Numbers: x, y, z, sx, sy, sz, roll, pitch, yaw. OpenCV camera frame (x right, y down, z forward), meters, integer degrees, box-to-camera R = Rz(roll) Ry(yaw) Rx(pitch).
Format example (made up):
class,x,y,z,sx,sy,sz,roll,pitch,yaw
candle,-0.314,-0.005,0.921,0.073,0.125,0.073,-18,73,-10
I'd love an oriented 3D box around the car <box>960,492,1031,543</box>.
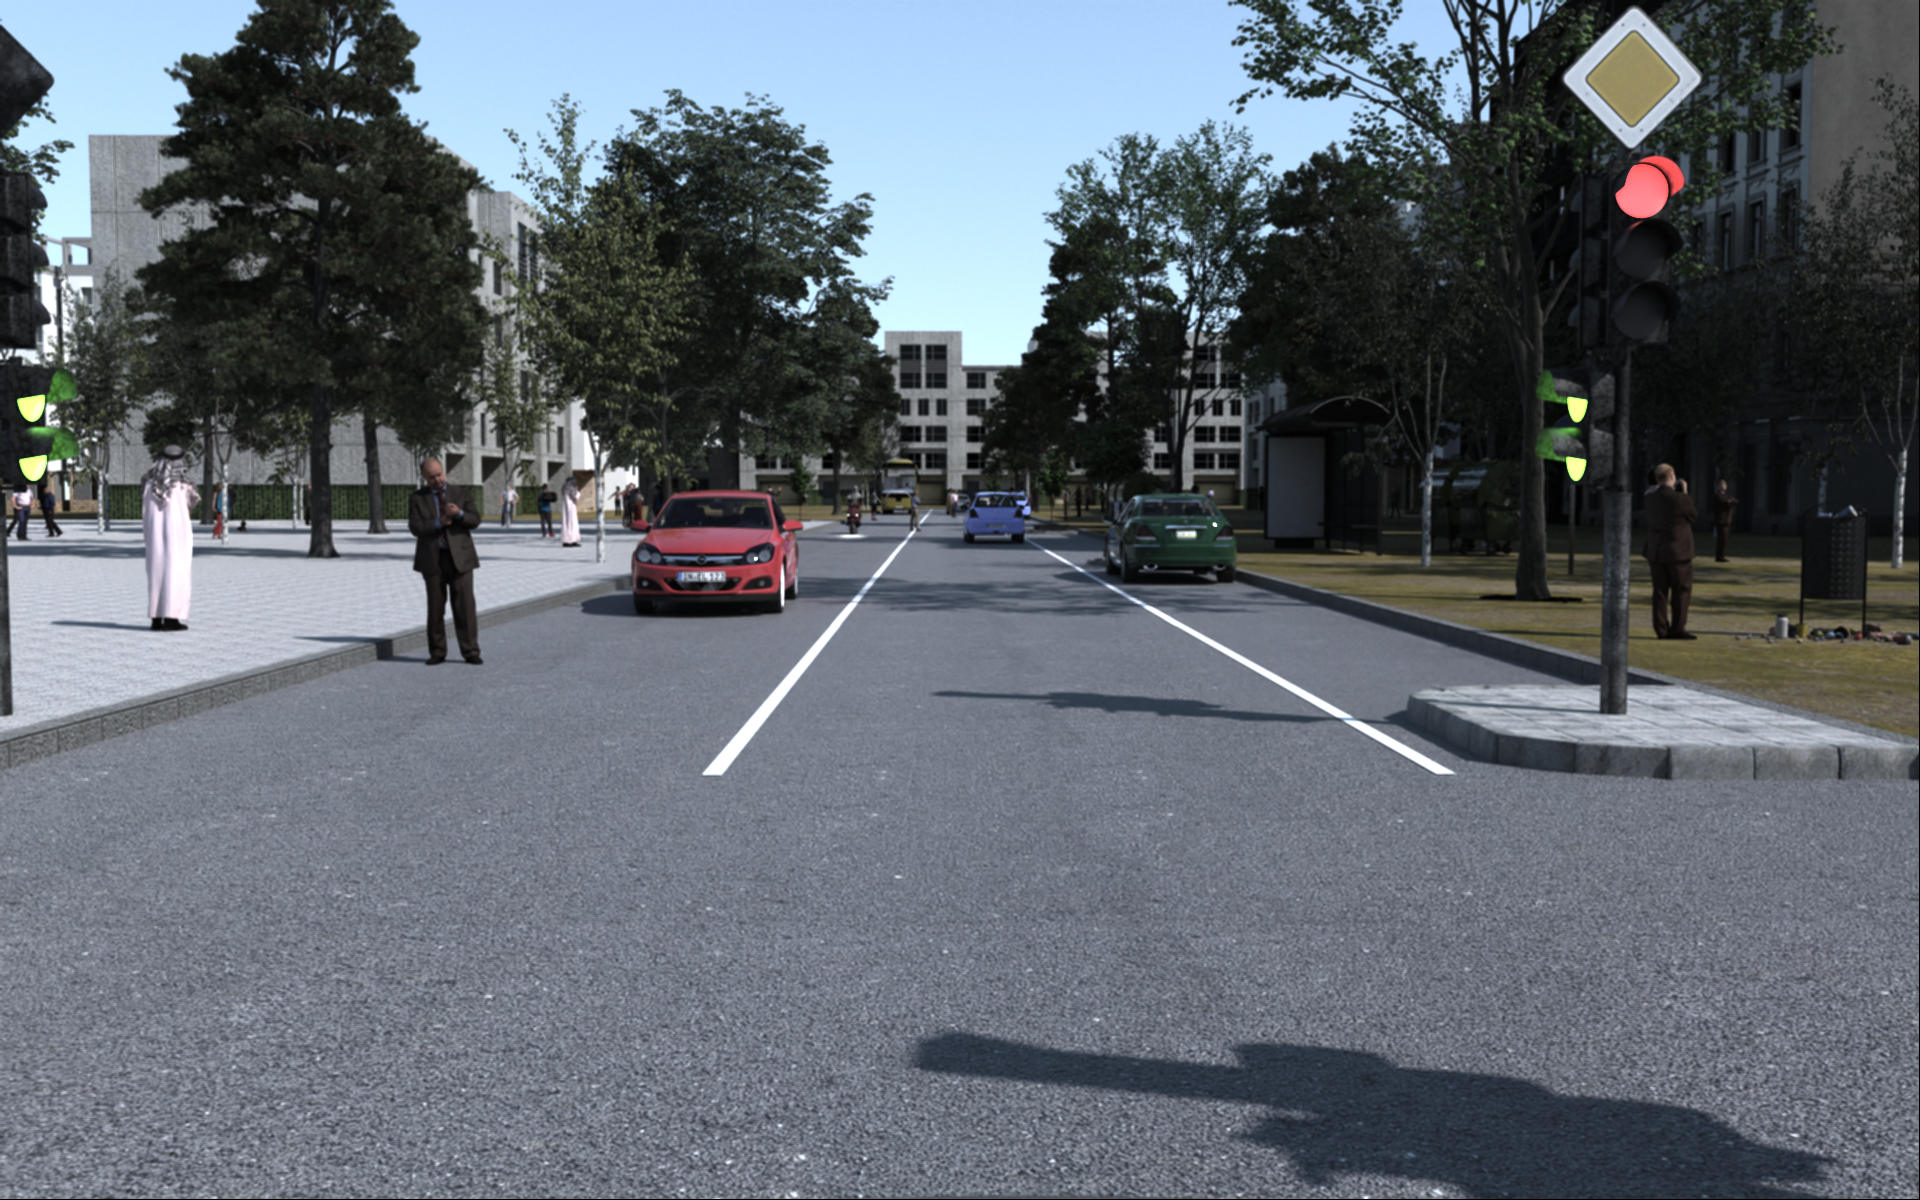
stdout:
class,x,y,z,sx,sy,sz,roll,pitch,yaw
car,0.985,-2.565,51.534,1.945,1.707,3.694,0,4,-2

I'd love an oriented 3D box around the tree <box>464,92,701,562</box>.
class,x,y,z,sx,sy,sz,roll,pitch,yaw
tree,-6.719,-4.997,32.069,4.737,8.622,4.395,0,3,0

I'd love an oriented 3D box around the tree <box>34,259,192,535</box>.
class,x,y,z,sx,sy,sz,roll,pitch,yaw
tree,-27.198,-6.382,54.706,4.360,8.622,3.978,0,3,0

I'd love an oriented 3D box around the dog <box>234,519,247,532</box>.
class,x,y,z,sx,sy,sz,roll,pitch,yaw
dog,-24.725,-2.550,59.435,0.550,0.427,0.748,2,4,34

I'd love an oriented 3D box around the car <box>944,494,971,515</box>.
class,x,y,z,sx,sy,sz,roll,pitch,yaw
car,-0.080,-6.656,120.822,2.014,1.417,4.499,0,4,-1

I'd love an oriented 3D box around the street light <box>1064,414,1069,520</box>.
class,x,y,z,sx,sy,sz,roll,pitch,yaw
street light,5.203,-6.853,84.830,0.468,5.910,1.993,0,4,-1

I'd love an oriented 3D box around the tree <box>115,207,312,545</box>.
class,x,y,z,sx,sy,sz,roll,pitch,yaw
tree,-18.691,-5.706,43.656,4.360,8.622,3.978,0,3,0

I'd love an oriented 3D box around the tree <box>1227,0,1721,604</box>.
class,x,y,z,sx,sy,sz,roll,pitch,yaw
tree,6.738,-5.801,20.594,9.928,11.665,9.643,0,3,0

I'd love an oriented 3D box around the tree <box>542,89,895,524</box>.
class,x,y,z,sx,sy,sz,roll,pitch,yaw
tree,-7.256,-9.092,55.301,9.857,13.997,8.962,0,3,0

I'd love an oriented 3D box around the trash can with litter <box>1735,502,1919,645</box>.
class,x,y,z,sx,sy,sz,roll,pitch,yaw
trash can with litter,8.077,-0.251,15.155,2.233,1.210,1.678,2,4,30

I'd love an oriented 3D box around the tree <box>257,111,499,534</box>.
class,x,y,z,sx,sy,sz,roll,pitch,yaw
tree,-19.074,-9.082,55.912,7.806,13.903,7.818,0,3,0

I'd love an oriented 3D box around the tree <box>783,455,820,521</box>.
class,x,y,z,sx,sy,sz,roll,pitch,yaw
tree,-7.549,-5.341,81.928,1.663,3.219,1.824,0,3,0

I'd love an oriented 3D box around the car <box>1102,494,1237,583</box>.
class,x,y,z,sx,sy,sz,roll,pitch,yaw
car,3.526,-1.078,29.429,2.131,1.459,4.920,0,4,0

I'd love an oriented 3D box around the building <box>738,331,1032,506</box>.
class,x,y,z,sx,sy,sz,roll,pitch,yaw
building,-8.255,-20.157,196.028,31.486,18.905,16.747,0,4,-1

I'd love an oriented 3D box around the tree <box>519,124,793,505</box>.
class,x,y,z,sx,sy,sz,roll,pitch,yaw
tree,-7.805,-6.729,44.439,7.601,10.594,8.767,0,4,-5

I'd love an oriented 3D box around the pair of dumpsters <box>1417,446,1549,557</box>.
class,x,y,z,sx,sy,sz,roll,pitch,yaw
pair of dumpsters,11.201,-2.123,37.202,1.574,2.255,4.436,0,4,-1

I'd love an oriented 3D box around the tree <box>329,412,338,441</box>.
class,x,y,z,sx,sy,sz,roll,pitch,yaw
tree,-31.103,-8.025,81.575,4.360,8.622,3.978,0,3,0

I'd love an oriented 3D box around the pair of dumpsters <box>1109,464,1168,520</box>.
class,x,y,z,sx,sy,sz,roll,pitch,yaw
pair of dumpsters,5.954,-3.390,57.918,1.574,2.255,4.436,0,4,0

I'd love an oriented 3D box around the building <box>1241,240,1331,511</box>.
class,x,y,z,sx,sy,sz,roll,pitch,yaw
building,31.987,-15.944,127.146,16.747,18.905,31.486,0,4,-1

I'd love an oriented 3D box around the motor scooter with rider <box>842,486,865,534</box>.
class,x,y,z,sx,sy,sz,roll,pitch,yaw
motor scooter with rider,-3.867,-3.281,62.607,0.876,1.779,1.986,0,4,0

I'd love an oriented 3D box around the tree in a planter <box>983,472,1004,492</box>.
class,x,y,z,sx,sy,sz,roll,pitch,yaw
tree in a planter,2.692,-8.692,139.344,1.991,3.239,1.994,0,4,-1

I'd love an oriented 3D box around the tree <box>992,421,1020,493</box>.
class,x,y,z,sx,sy,sz,roll,pitch,yaw
tree,4.926,-12.946,162.032,4.737,8.622,4.395,0,3,0

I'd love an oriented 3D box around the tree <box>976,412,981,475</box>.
class,x,y,z,sx,sy,sz,roll,pitch,yaw
tree,4.738,-13.582,144.128,6.751,12.117,7.091,0,3,0

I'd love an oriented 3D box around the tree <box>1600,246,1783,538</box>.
class,x,y,z,sx,sy,sz,roll,pitch,yaw
tree,22.036,-6.133,50.641,4.737,8.622,4.395,0,3,0

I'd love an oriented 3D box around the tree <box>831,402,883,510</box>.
class,x,y,z,sx,sy,sz,roll,pitch,yaw
tree,-7.873,-11.392,136.620,4.737,8.622,4.395,0,3,0

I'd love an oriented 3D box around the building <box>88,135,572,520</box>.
class,x,y,z,sx,sy,sz,roll,pitch,yaw
building,-34.550,-14.366,101.349,16.747,18.905,31.486,0,4,-1

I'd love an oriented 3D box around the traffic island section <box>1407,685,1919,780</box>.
class,x,y,z,sx,sy,sz,roll,pitch,yaw
traffic island section,3.843,0.743,10.133,2.009,0.180,2.903,0,4,-1

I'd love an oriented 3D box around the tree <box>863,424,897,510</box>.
class,x,y,z,sx,sy,sz,roll,pitch,yaw
tree,-7.514,-11.788,143.099,4.360,8.622,3.978,0,3,0

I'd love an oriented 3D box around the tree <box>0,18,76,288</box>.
class,x,y,z,sx,sy,sz,roll,pitch,yaw
tree,-23.057,-7.824,34.579,9.857,13.997,8.962,0,3,0

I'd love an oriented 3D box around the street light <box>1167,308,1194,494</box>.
class,x,y,z,sx,sy,sz,roll,pitch,yaw
street light,5.477,-4.309,43.236,0.468,5.910,1.993,0,4,-1

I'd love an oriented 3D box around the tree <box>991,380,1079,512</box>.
class,x,y,z,sx,sy,sz,roll,pitch,yaw
tree,5.750,-11.427,121.236,7.601,10.594,8.767,0,4,-2

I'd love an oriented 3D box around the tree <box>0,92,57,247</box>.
class,x,y,z,sx,sy,sz,roll,pitch,yaw
tree,-16.484,-5.969,23.356,9.928,11.665,9.643,0,3,0

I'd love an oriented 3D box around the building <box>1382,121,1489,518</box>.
class,x,y,z,sx,sy,sz,roll,pitch,yaw
building,32.004,-14.518,93.792,16.016,20.091,11.380,0,4,-1

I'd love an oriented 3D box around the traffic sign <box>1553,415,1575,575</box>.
class,x,y,z,sx,sy,sz,roll,pitch,yaw
traffic sign,9.753,-1.680,27.575,0.768,2.556,0.104,0,4,3

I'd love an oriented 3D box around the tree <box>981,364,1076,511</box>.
class,x,y,z,sx,sy,sz,roll,pitch,yaw
tree,5.653,-12.819,131.644,6.751,12.117,7.091,0,3,0

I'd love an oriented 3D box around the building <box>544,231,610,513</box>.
class,x,y,z,sx,sy,sz,roll,pitch,yaw
building,-33.721,-16.287,122.712,16.016,20.091,11.380,0,4,-1

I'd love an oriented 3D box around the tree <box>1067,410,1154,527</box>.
class,x,y,z,sx,sy,sz,roll,pitch,yaw
tree,5.895,-5.133,67.642,4.285,4.588,4.351,0,3,0

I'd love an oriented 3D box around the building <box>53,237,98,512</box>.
class,x,y,z,sx,sy,sz,roll,pitch,yaw
building,-60.048,-17.002,134.410,11.380,20.091,16.016,0,4,-1

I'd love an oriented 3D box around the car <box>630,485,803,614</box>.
class,x,y,z,sx,sy,sz,roll,pitch,yaw
car,-3.056,-0.800,22.120,2.155,1.783,4.494,0,4,-2

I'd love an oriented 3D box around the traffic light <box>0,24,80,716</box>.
class,x,y,z,sx,sy,sz,roll,pitch,yaw
traffic light,-5.558,-1.265,9.922,0.839,4.213,0.868,0,4,-1

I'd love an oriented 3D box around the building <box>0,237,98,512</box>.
class,x,y,z,sx,sy,sz,roll,pitch,yaw
building,-71.694,-16.940,133.387,11.380,20.091,16.016,0,4,-1

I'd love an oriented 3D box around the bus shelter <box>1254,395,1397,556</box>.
class,x,y,z,sx,sy,sz,roll,pitch,yaw
bus shelter,7.992,-2.718,38.363,2.014,3.302,5.546,0,4,0

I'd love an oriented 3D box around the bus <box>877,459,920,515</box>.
class,x,y,z,sx,sy,sz,roll,pitch,yaw
bus,-4.313,-8.139,124.616,2.896,3.916,12.252,0,4,-1

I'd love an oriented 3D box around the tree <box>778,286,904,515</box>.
class,x,y,z,sx,sy,sz,roll,pitch,yaw
tree,-7.407,-12.154,106.146,7.806,13.903,7.818,0,3,0

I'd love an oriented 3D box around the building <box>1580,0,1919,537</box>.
class,x,y,z,sx,sy,sz,roll,pitch,yaw
building,29.824,-12.927,60.503,9.793,20.994,18.267,0,4,-1

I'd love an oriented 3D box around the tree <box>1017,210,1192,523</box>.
class,x,y,z,sx,sy,sz,roll,pitch,yaw
tree,6.648,-10.294,75.723,7.806,13.903,7.818,0,3,0

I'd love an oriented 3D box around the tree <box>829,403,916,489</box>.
class,x,y,z,sx,sy,sz,roll,pitch,yaw
tree,-8.164,-13.869,161.172,8.767,10.594,7.601,0,4,3

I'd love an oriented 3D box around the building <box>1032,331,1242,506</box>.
class,x,y,z,sx,sy,sz,roll,pitch,yaw
building,23.745,-20.204,196.799,31.486,18.905,16.747,0,4,-1

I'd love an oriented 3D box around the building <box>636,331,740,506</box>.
class,x,y,z,sx,sy,sz,roll,pitch,yaw
building,-40.652,-21.840,201.053,32.646,21.610,27.936,0,4,-1

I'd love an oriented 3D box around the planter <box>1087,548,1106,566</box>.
class,x,y,z,sx,sy,sz,roll,pitch,yaw
planter,3.625,-0.870,35.372,1.991,0.319,1.994,0,4,-1

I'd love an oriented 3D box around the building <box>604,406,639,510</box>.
class,x,y,z,sx,sy,sz,roll,pitch,yaw
building,-40.353,-11.985,138.097,28.070,9.664,9.099,0,4,-1

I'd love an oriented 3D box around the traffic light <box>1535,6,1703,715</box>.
class,x,y,z,sx,sy,sz,roll,pitch,yaw
traffic light,3.803,-1.271,10.020,0.839,4.213,0.868,0,4,-1

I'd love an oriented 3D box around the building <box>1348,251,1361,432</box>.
class,x,y,z,sx,sy,sz,roll,pitch,yaw
building,31.991,-15.213,105.151,16.016,20.091,11.380,0,4,-1

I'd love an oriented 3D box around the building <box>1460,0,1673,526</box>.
class,x,y,z,sx,sy,sz,roll,pitch,yaw
building,31.026,-15.163,77.589,12.332,23.373,15.834,0,4,-1

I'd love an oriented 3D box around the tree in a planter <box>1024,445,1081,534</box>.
class,x,y,z,sx,sy,sz,roll,pitch,yaw
tree in a planter,3.367,-4.046,63.376,1.991,3.239,1.994,0,4,-1

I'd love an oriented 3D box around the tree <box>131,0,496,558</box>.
class,x,y,z,sx,sy,sz,roll,pitch,yaw
tree,-12.890,-6.891,34.717,6.751,12.117,7.091,0,3,0
